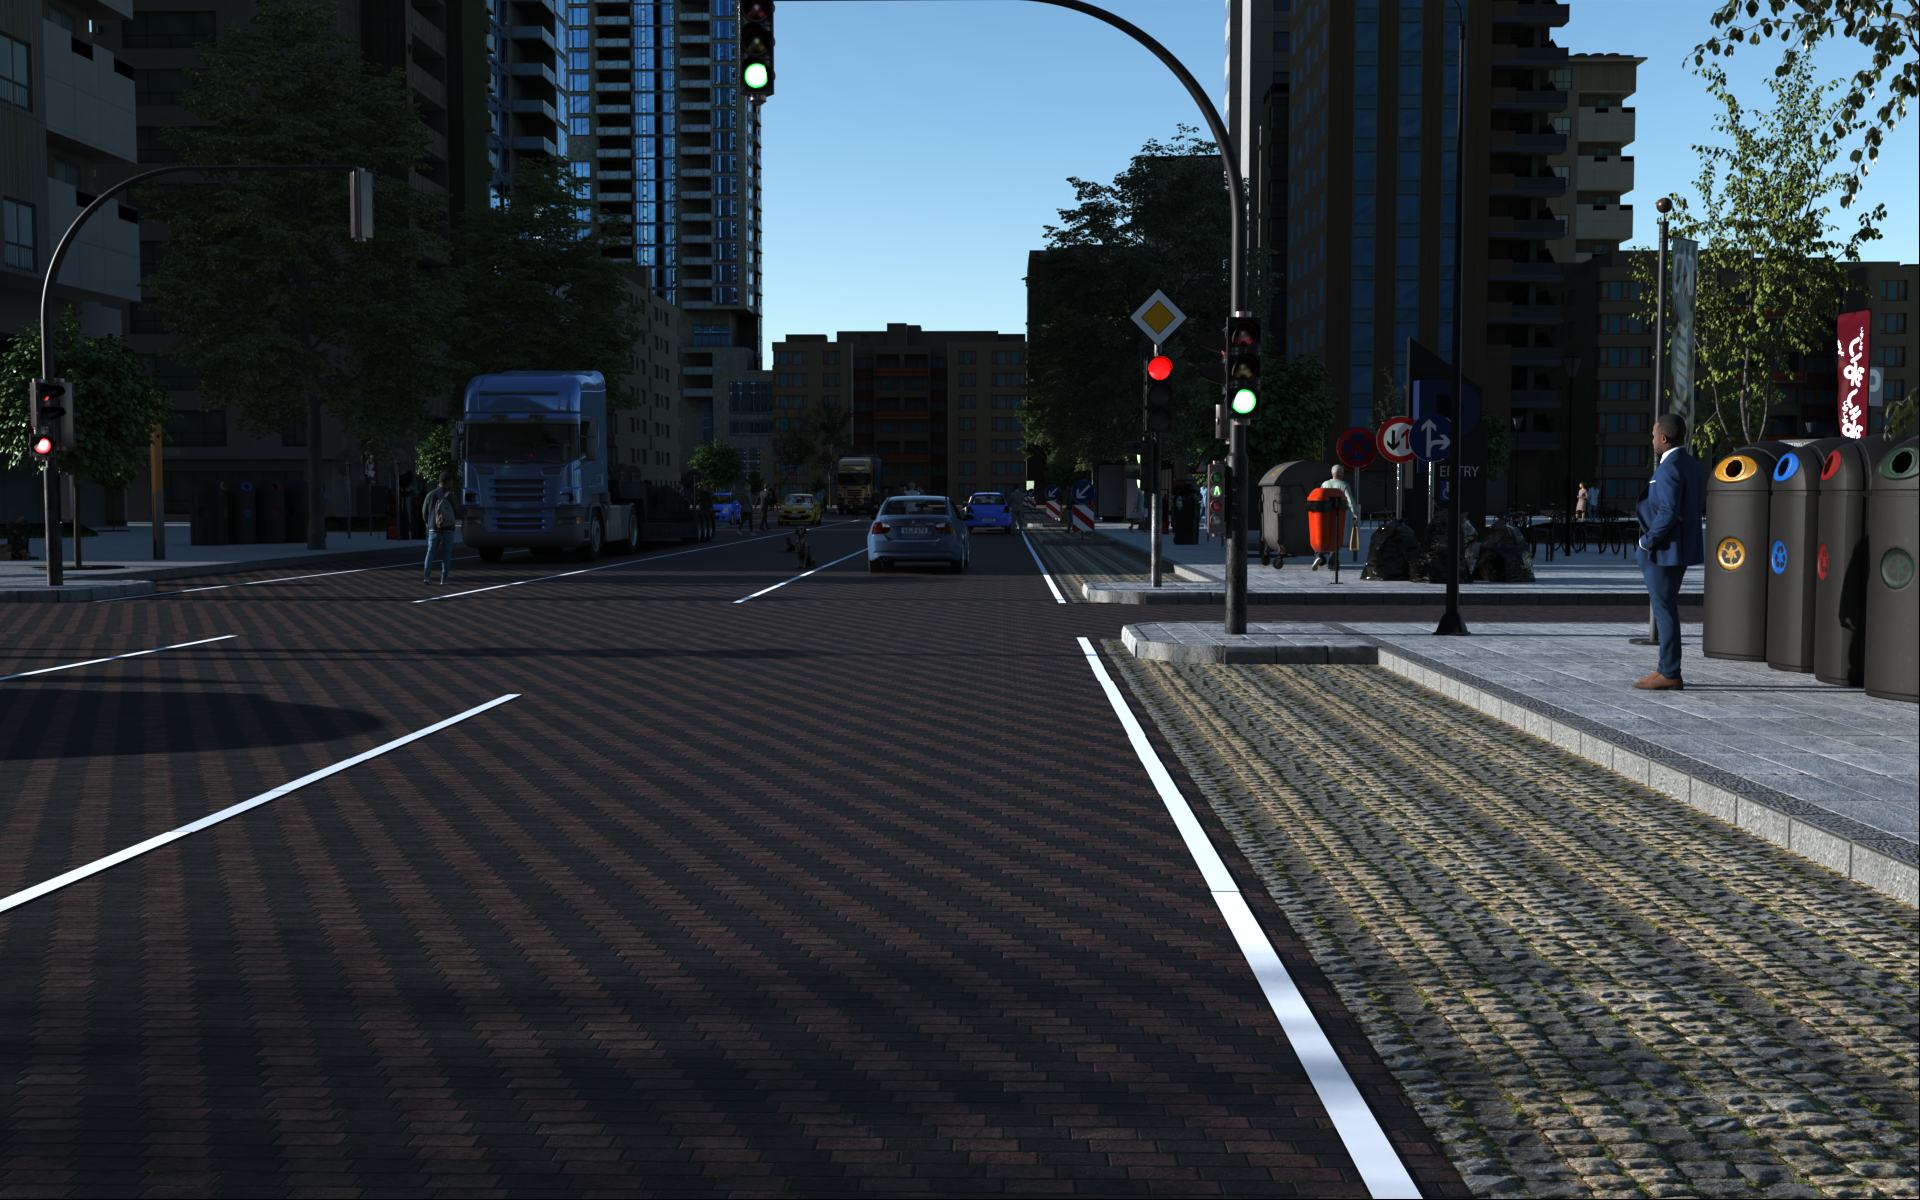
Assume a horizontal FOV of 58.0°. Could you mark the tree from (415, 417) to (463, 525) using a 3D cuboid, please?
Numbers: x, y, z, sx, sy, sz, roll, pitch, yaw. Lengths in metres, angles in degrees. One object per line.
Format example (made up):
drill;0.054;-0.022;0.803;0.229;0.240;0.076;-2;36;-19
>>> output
tree;-21.375;-5.472;73.184;4.285;4.588;4.351;0;3;0

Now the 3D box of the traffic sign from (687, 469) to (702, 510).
traffic sign;-13.376;-5.325;87.172;0.768;2.556;0.104;0;4;5

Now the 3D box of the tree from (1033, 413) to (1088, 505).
tree;8.173;-10.663;108.750;7.601;10.594;8.767;0;4;-5

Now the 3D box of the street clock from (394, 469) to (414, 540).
street clock;-15.465;-2.670;48.231;0.471;2.002;0.358;0;4;0

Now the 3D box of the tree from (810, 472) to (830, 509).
tree;-12.423;-9.641;152.234;1.663;3.219;1.824;0;3;0

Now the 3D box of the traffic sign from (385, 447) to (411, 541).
traffic sign;-15.347;-2.884;47.259;0.768;2.556;0.104;1;4;10

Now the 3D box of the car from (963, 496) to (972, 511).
car;1.229;-5.126;96.172;2.083;1.381;4.827;0;4;-1

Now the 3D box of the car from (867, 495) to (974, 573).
car;-0.747;-1.276;32.863;2.014;1.417;4.499;0;4;2

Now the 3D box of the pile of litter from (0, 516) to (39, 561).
pile of litter;-18.662;-1.216;33.840;1.176;0.858;1.719;-2;4;-26

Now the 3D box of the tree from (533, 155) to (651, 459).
tree;-14.125;-8.569;58.229;7.486;12.596;7.792;0;3;0

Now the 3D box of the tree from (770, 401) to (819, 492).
tree;-13.064;-11.351;135.950;4.360;8.622;3.978;0;3;0

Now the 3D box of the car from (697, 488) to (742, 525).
car;-11.307;-4.380;81.210;1.945;1.707;3.694;0;4;2

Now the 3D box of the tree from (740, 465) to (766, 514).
tree;-13.393;-7.182;112.022;1.663;3.219;1.824;0;3;0

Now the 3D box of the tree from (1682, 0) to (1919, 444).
tree;5.344;-3.549;8.388;4.360;8.622;3.978;0;3;0

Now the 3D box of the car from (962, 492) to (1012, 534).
car;1.033;-3.293;63.439;1.945;1.707;3.694;0;4;1

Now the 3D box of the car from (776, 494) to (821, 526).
car;-7.383;-4.251;79.723;2.015;1.641;3.980;0;4;1

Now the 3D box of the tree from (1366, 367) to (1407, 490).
tree;24.440;-8.924;96.262;4.360;8.622;3.978;0;3;0

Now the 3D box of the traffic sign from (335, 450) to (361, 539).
traffic sign;-17.570;-3.036;49.747;0.768;2.556;0.104;0;4;2

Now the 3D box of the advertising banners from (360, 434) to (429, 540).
advertising banners;-15.927;-3.215;48.756;2.074;3.025;0.090;1;4;13

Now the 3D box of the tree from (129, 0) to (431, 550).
tree;-15.261;-7.431;39.626;7.486;12.596;7.792;0;3;0

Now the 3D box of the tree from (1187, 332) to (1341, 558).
tree;6.136;-3.156;35.315;4.285;4.588;4.351;0;3;0

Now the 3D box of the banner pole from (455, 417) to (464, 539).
banner pole;-14.219;-3.644;49.593;0.401;3.779;0.863;1;4;15

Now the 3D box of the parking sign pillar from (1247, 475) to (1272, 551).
parking sign pillar;6.854;-3.130;39.654;1.447;3.967;1.447;-3;5;-40

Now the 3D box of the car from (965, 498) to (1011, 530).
car;1.125;-3.646;68.400;1.959;1.807;4.718;0;4;2

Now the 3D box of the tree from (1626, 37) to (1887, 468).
tree;13.216;-4.799;28.822;4.737;8.622;4.395;0;3;0

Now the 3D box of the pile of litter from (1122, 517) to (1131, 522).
pile of litter;8.105;-4.129;81.479;1.719;0.858;1.176;-1;4;-18

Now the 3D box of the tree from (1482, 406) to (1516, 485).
tree;17.240;-4.601;58.936;4.285;4.588;4.351;0;3;0

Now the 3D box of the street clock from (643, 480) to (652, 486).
street clock;-16.211;-5.207;89.702;0.471;2.002;0.358;-2;4;-29

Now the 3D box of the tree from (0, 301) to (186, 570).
tree;-15.096;-2.809;29.646;4.285;4.588;4.351;0;3;0

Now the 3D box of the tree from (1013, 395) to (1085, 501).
tree;9.242;-14.829;168.207;9.928;11.665;9.643;0;3;0

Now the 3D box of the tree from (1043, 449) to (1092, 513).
tree;7.816;-8.351;120.260;4.285;4.588;4.351;0;3;0

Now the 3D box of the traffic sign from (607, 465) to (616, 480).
traffic sign;-15.722;-4.746;77.603;0.884;2.594;0.081;1;4;11

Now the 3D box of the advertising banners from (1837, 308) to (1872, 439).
advertising banners;8.595;-1.200;15.811;0.090;3.025;2.074;0;4;-6

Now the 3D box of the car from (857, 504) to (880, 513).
car;-7.209;-7.338;132.338;2.083;1.381;4.827;0;4;3

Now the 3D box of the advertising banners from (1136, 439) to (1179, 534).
advertising banners;6.461;-3.603;55.092;2.074;3.025;0.090;3;5;39

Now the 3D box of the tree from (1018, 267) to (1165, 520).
tree;6.322;-10.249;85.697;7.486;12.596;7.792;0;3;0

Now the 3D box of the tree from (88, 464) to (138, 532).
tree;-28.833;-3.950;59.182;1.663;3.219;1.824;0;3;0

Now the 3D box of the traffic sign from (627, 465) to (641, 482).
traffic sign;-14.458;-4.676;76.554;0.768;2.556;0.104;0;4;3

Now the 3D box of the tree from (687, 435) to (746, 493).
tree;-13.680;-6.961;97.527;4.285;4.588;4.351;0;3;0

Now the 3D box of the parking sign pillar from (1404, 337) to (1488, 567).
parking sign pillar;8.350;-2.525;29.751;1.447;3.967;1.447;0;4;-4

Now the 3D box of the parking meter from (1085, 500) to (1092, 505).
parking meter;6.566;-4.895;88.438;0.372;1.533;0.369;0;3;0

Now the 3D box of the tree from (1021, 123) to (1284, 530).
tree;6.672;-9.463;61.368;9.857;13.997;8.962;0;3;0

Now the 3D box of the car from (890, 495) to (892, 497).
car;-5.507;-8.383;149.636;1.945;1.354;3.894;0;4;1

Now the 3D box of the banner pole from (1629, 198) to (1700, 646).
banner pole;6.123;-1.521;14.890;0.863;3.779;0.401;-3;5;-42

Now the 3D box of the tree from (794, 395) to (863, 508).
tree;-12.472;-13.973;162.878;7.601;10.594;8.767;-3;5;-40
